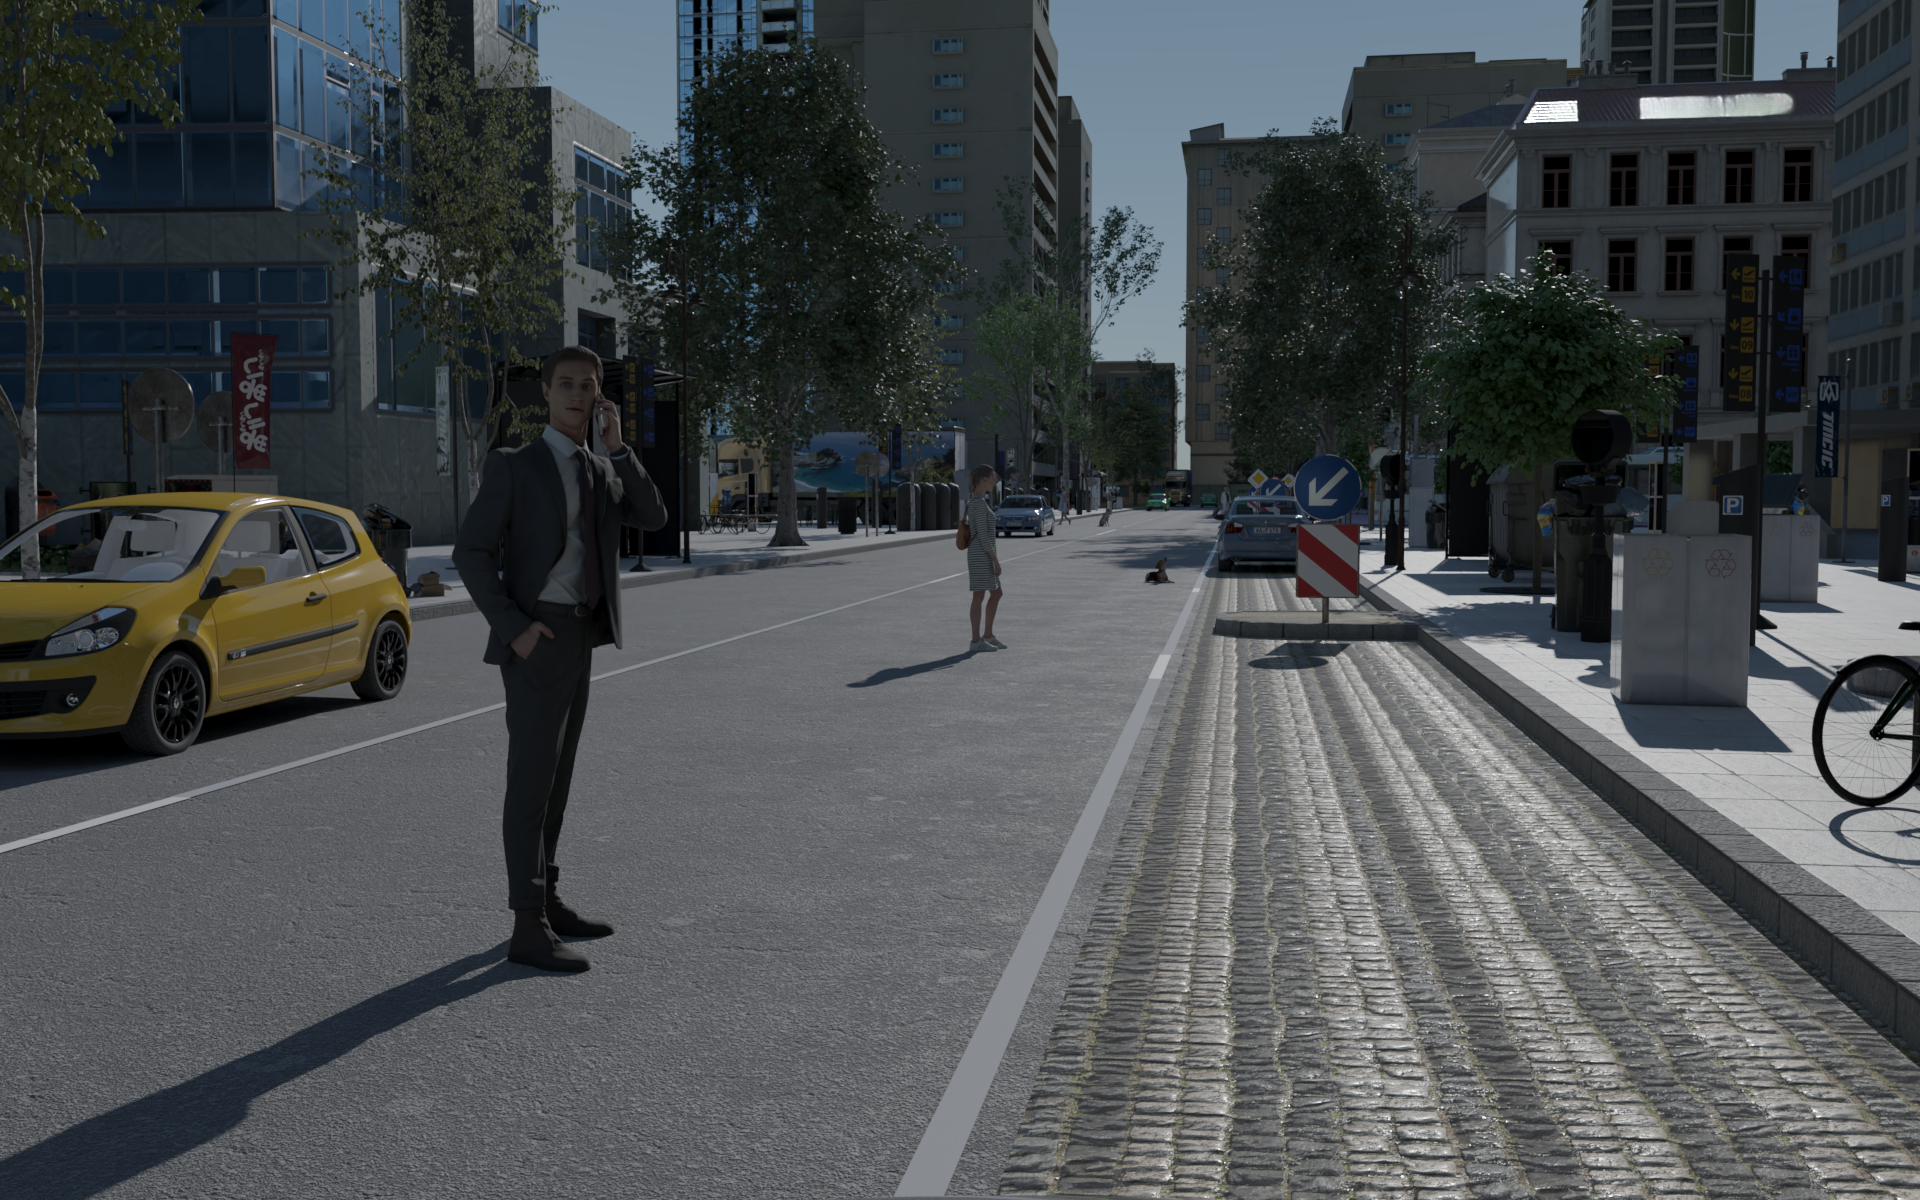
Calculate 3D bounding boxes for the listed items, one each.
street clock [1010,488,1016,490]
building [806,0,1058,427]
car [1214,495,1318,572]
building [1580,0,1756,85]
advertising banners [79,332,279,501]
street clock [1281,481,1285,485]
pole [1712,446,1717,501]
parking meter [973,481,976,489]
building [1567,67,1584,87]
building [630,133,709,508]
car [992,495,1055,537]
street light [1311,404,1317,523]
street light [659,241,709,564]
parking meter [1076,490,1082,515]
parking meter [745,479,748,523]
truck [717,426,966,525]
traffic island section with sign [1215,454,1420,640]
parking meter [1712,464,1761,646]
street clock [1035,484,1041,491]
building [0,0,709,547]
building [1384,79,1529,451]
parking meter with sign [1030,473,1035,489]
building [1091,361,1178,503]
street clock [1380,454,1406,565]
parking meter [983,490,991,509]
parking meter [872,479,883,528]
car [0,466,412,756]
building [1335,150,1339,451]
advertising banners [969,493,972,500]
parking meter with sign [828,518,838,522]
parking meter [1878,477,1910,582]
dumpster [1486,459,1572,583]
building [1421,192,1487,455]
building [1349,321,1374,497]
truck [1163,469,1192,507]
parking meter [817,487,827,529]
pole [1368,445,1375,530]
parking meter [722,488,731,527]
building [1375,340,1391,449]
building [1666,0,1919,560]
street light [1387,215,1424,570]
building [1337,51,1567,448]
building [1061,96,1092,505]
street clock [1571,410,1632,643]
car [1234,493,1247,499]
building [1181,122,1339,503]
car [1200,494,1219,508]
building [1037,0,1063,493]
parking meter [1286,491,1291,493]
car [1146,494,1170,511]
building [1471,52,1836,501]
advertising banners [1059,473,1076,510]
[{"bbox_3d":[3.811,-7.341,124.602,0.358,2.002,0.471,3,4,36],"label":"street clock"},{"bbox_3d":[-2.486,-33.041,163.923,21.300,48.544,21.600,1,4,9],"label":"building"},{"bbox_3d":[5.825,-1.280,32.933,2.014,1.417,4.499,1,4,10],"label":"car"},{"bbox_3d":[97.476,-48.963,238.799,20.611,71.187,20.563,1,4,9],"label":"building"},{"bbox_3d":[-8.228,-1.358,18.387,2.074,3.025,0.090,-3,5,-43],"label":"advertising banners"},{"bbox_3d":[17.599,-5.510,94.660,0.358,2.002,0.471,1,4,21],"label":"street clock"},{"bbox_3d":[32.115,-4.893,73.839,0.158,3.312,0.155,0,3,0],"label":"pole"},{"bbox_3d":[0.793,-4.326,76.438,0.399,1.863,0.255,-3,5,-42],"label":"parking meter"},{"bbox_3d":[73.318,-42.959,244.374,28.212,58.520,21.231,1,4,9],"label":"building"},{"bbox_3d":[-21.459,-55.051,212.747,31.000,86.520,22.319,1,4,9],"label":"building"},{"bbox_3d":[2.161,-2.862,58.802,2.014,1.417,4.499,1,4,11],"label":"car"},{"bbox_3d":[13.493,-5.705,66.067,0.468,5.910,1.993,1,4,9],"label":"street light"},{"bbox_3d":[-5.047,-3.611,31.825,0.468,5.910,1.993,1,4,9],"label":"street light"},{"bbox_3d":[7.306,-5.968,105.989,0.372,1.533,0.369,0,3,0],"label":"parking meter"},{"bbox_3d":[-8.206,-3.765,67.268,0.255,1.863,0.399,0,3,0],"label":"parking meter"},{"bbox_3d":[-5.490,-5.188,73.744,11.283,4.237,2.839,1,4,11],"label":"truck"},{"bbox_3d":[3.662,-0.571,17.967,1.989,1.847,2.006,1,4,9],"label":"traffic island section with sign"},{"bbox_3d":[6.575,-0.385,14.713,0.372,1.533,0.369,0,3,0],"label":"parking meter"},{"bbox_3d":[5.709,-7.488,127.002,0.471,2.002,0.358,0,4,-5],"label":"street clock"},{"bbox_3d":[-25.863,-45.065,49.487,31.000,86.520,22.319,1,4,9],"label":"building"},{"bbox_3d":[37.225,-20.471,120.604,13.634,28.700,20.117,1,4,9],"label":"building"},{"bbox_3d":[6.154,-9.133,145.587,0.543,3.016,1.738,2,4,29],"label":"parking meter with sign"},{"bbox_3d":[17.325,-25.235,257.635,28.899,21.520,27.650,1,4,9],"label":"building"},{"bbox_3d":[7.781,-1.628,31.184,0.471,2.002,0.358,-3,4,-38],"label":"street clock"},{"bbox_3d":[1.111,-3.749,69.703,0.372,1.533,0.369,0,3,0],"label":"parking meter"},{"bbox_3d":[-3.153,-3.683,65.935,0.399,1.863,0.255,-1,4,-13],"label":"parking meter"},{"bbox_3d":[-4.973,-0.035,10.790,2.015,1.641,3.980,0,4,8],"label":"car"},{"bbox_3d":[52.014,-34.012,206.209,14.600,45.320,14.200,1,4,9],"label":"building"},{"bbox_3d":[0.136,-9.326,148.675,2.074,3.025,0.090,0,4,-2],"label":"advertising banners"},{"bbox_3d":[-5.418,-5.198,81.249,1.738,3.016,0.543,-1,4,-22],"label":"parking meter with sign"},{"bbox_3d":[13.715,-1.042,25.443,0.372,1.533,0.369,0,3,0],"label":"parking meter"},{"bbox_3d":[8.553,-1.216,25.636,1.264,1.857,1.865,1,4,9],"label":"dumpster"},{"bbox_3d":[32.677,-14.460,101.052,10.561,19.102,19.286,1,4,9],"label":"building"},{"bbox_3d":[51.419,-19.450,163.039,27.650,21.520,28.899,1,4,9],"label":"building"},{"bbox_3d":[25.051,-12.833,198.735,2.839,4.237,11.283,1,4,11],"label":"truck"},{"bbox_3d":[-5.116,-3.409,64.141,0.372,1.533,0.369,0,3,0],"label":"parking meter"},{"bbox_3d":[14.725,-4.165,61.934,0.158,3.312,0.155,0,3,0],"label":"pole"},{"bbox_3d":[-9.158,-3.643,67.974,0.372,1.533,0.369,0,3,0],"label":"parking meter"},{"bbox_3d":[40.184,-18.901,138.701,12.332,23.373,15.834,1,4,9],"label":"building"},{"bbox_3d":[34.177,-21.131,37.372,32.217,40.220,23.993,1,4,9],"label":"building"},{"bbox_3d":[7.441,-3.441,29.050,0.468,5.910,1.993,1,4,9],"label":"street light"},{"bbox_3d":[52.559,-34.487,187.558,21.300,48.544,21.600,1,4,9],"label":"building"},{"bbox_3d":[4.500,-35.828,209.481,21.600,48.544,21.300,1,4,9],"label":"building"},{"bbox_3d":[5.524,-0.636,14.967,0.358,2.002,0.471,-2,4,-28],"label":"street clock"},{"bbox_3d":[27.437,-9.677,167.022,1.959,1.807,4.718,1,4,9],"label":"car"},{"bbox_3d":[46.398,-40.570,252.559,27.495,52.752,28.713,1,4,9],"label":"building"},{"bbox_3d":[26.254,-10.618,182.407,1.959,1.807,4.718,1,4,9],"label":"car"},{"bbox_3d":[0.984,-45.612,184.011,20.563,71.187,20.611,1,4,9],"label":"building"},{"bbox_3d":[23.776,-7.162,125.510,0.372,1.533,0.369,0,3,0],"label":"parking meter"},{"bbox_3d":[16.647,-8.362,145.509,1.959,1.807,4.718,1,4,10],"label":"car"},{"bbox_3d":[36.505,-15.190,84.516,21.152,22.565,11.583,1,4,9],"label":"building"},{"bbox_3d":[9.059,-9.005,143.412,2.074,3.025,0.090,-2,4,-28],"label":"advertising banners"}]
